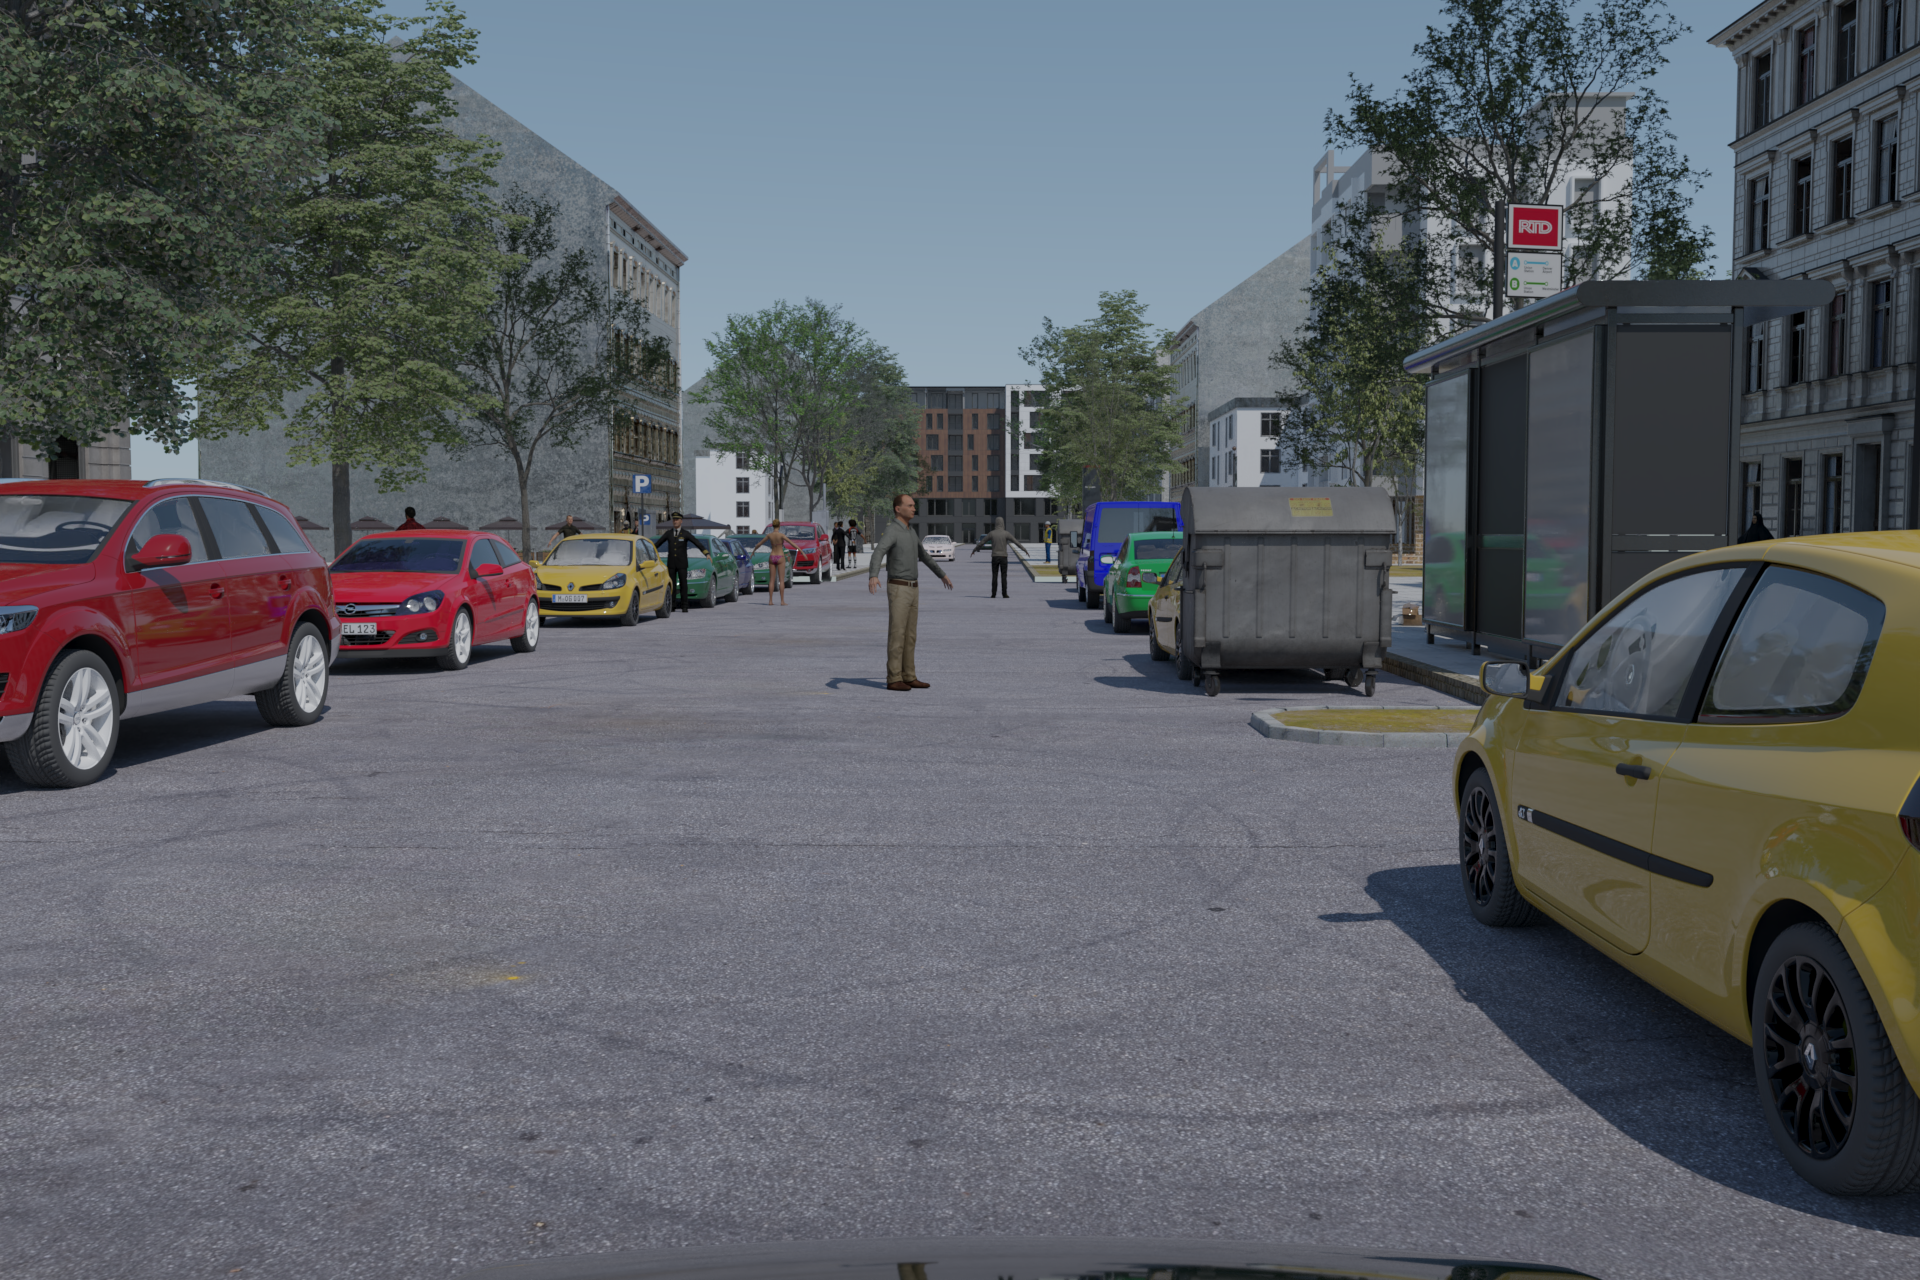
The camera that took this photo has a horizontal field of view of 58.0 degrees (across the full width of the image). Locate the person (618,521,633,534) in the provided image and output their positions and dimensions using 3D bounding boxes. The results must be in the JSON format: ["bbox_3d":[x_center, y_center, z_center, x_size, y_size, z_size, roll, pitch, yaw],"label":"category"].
[{"bbox_3d":[-14.119,-4.131,73.315,1.354,1.858,0.705,0,4,-6],"label":"person"}]

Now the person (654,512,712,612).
[{"bbox_3d":[-5.171,-1.424,31.668,1.347,1.837,0.705,0,4,5],"label":"person"}]

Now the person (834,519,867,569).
[{"bbox_3d":[-4.036,-3.569,64.493,1.345,1.843,0.704,-2,4,-32],"label":"person"}]

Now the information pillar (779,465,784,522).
[{"bbox_3d":[-6.044,-4.115,58.643,0.183,3.616,0.504,0,4,2],"label":"information pillar"}]

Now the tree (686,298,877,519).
[{"bbox_3d":[-7.802,-9.141,75.206,9.928,11.665,9.643,0,3,0],"label":"tree"}]

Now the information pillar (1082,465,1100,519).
[{"bbox_3d":[4.963,-4.655,65.493,0.750,3.857,0.750,0,4,1],"label":"information pillar"}]

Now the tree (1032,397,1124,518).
[{"bbox_3d":[9.107,-12.386,128.274,9.928,11.665,9.643,0,3,0],"label":"tree"}]

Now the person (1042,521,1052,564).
[{"bbox_3d":[3.778,-4.229,75.106,0.705,1.833,1.349,0,4,-5],"label":"person"}]

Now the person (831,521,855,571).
[{"bbox_3d":[-4.136,-3.315,60.920,1.216,1.740,0.721,3,5,42],"label":"person"}]

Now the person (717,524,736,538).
[{"bbox_3d":[-12.214,-5.210,91.375,1.347,1.806,0.705,-1,4,-16],"label":"person"}]

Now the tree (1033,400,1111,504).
[{"bbox_3d":[8.069,-10.993,114.153,7.601,10.594,8.767,-3,5,-41],"label":"tree"}]

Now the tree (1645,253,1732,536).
[{"bbox_3d":[28.144,-9.180,68.218,7.486,12.596,7.792,0,3,0],"label":"tree"}]

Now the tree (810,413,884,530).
[{"bbox_3d":[-6.714,-9.068,98.623,4.737,8.622,4.395,0,3,0],"label":"tree"}]

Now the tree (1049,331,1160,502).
[{"bbox_3d":[5.360,-6.873,62.731,4.360,8.622,3.978,0,3,0],"label":"tree"}]

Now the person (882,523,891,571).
[{"bbox_3d":[-2.715,-3.593,66.986,0.705,1.856,1.354,-1,4,-12],"label":"person"}]

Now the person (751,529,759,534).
[{"bbox_3d":[-6.672,-2.839,55.681,0.599,1.433,0.991,2,4,25],"label":"person"}]

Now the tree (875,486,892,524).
[{"bbox_3d":[-6.134,-12.644,157.094,4.360,8.622,3.978,0,3,0],"label":"tree"}]

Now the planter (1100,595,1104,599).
[{"bbox_3d":[3.786,-1.081,38.818,1.991,0.319,1.994,0,4,1],"label":"planter"}]

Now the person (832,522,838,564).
[{"bbox_3d":[-5.284,-4.160,74.239,0.704,1.802,1.346,1,4,14],"label":"person"}]

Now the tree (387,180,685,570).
[{"bbox_3d":[-11.229,-6.774,45.163,8.767,10.594,7.601,0,4,1],"label":"tree"}]

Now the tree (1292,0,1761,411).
[{"bbox_3d":[8.796,-5.689,27.434,7.601,10.594,8.767,1,4,14],"label":"tree"}]

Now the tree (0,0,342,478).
[{"bbox_3d":[-11.879,-6.984,20.849,9.857,13.997,8.962,0,3,0],"label":"tree"}]

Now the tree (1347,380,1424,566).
[{"bbox_3d":[17.848,-7.288,69.515,4.360,8.622,3.978,0,3,0],"label":"tree"}]

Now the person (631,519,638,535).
[{"bbox_3d":[-11.113,-3.277,59.762,1.347,1.806,0.705,3,4,36],"label":"person"}]

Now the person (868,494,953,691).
[{"bbox_3d":[-0.500,-0.442,15.948,0.705,1.796,1.348,2,4,31],"label":"person"}]

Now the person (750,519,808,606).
[{"bbox_3d":[-3.655,-1.563,34.807,1.217,1.733,0.721,1,4,14],"label":"person"}]

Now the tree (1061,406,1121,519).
[{"bbox_3d":[7.419,-8.695,92.519,4.737,8.622,4.395,0,3,0],"label":"tree"}]

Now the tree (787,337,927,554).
[{"bbox_3d":[-6.686,-12.686,114.075,9.857,13.997,8.962,0,3,0],"label":"tree"}]

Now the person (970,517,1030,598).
[{"bbox_3d":[0.887,-1.842,38.694,1.348,1.813,0.705,1,4,8],"label":"person"}]

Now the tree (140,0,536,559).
[{"bbox_3d":[-12.156,-7.055,33.481,7.486,12.596,7.792,0,3,0],"label":"tree"}]

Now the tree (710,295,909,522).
[{"bbox_3d":[-7.512,-10.883,88.300,12.009,13.543,11.850,0,3,0],"label":"tree"}]

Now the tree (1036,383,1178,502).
[{"bbox_3d":[8.463,-10.153,100.419,8.767,10.594,7.601,1,4,9],"label":"tree"}]

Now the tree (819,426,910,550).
[{"bbox_3d":[-7.118,-12.377,136.775,7.601,10.594,8.767,3,5,41],"label":"tree"}]

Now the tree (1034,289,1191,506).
[{"bbox_3d":[7.072,-9.933,80.536,7.486,12.596,7.792,0,3,0],"label":"tree"}]

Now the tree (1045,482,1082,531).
[{"bbox_3d":[8.850,-11.477,138.019,4.737,8.622,4.395,0,3,0],"label":"tree"}]

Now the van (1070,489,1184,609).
[{"bbox_3d":[3.394,-1.865,34.881,2.240,2.365,5.245,0,4,1],"label":"van"}]

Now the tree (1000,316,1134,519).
[{"bbox_3d":[9.430,-17.948,149.337,12.611,20.169,13.585,0,3,0],"label":"tree"}]

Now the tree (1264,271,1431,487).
[{"bbox_3d":[14.089,-7.711,60.483,7.601,10.594,8.767,1,4,18],"label":"tree"}]

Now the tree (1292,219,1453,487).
[{"bbox_3d":[9.863,-5.583,41.644,4.737,8.622,4.395,0,3,0],"label":"tree"}]

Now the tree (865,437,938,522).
[{"bbox_3d":[-5.916,-13.056,147.885,8.767,10.594,7.601,0,4,6],"label":"tree"}]
